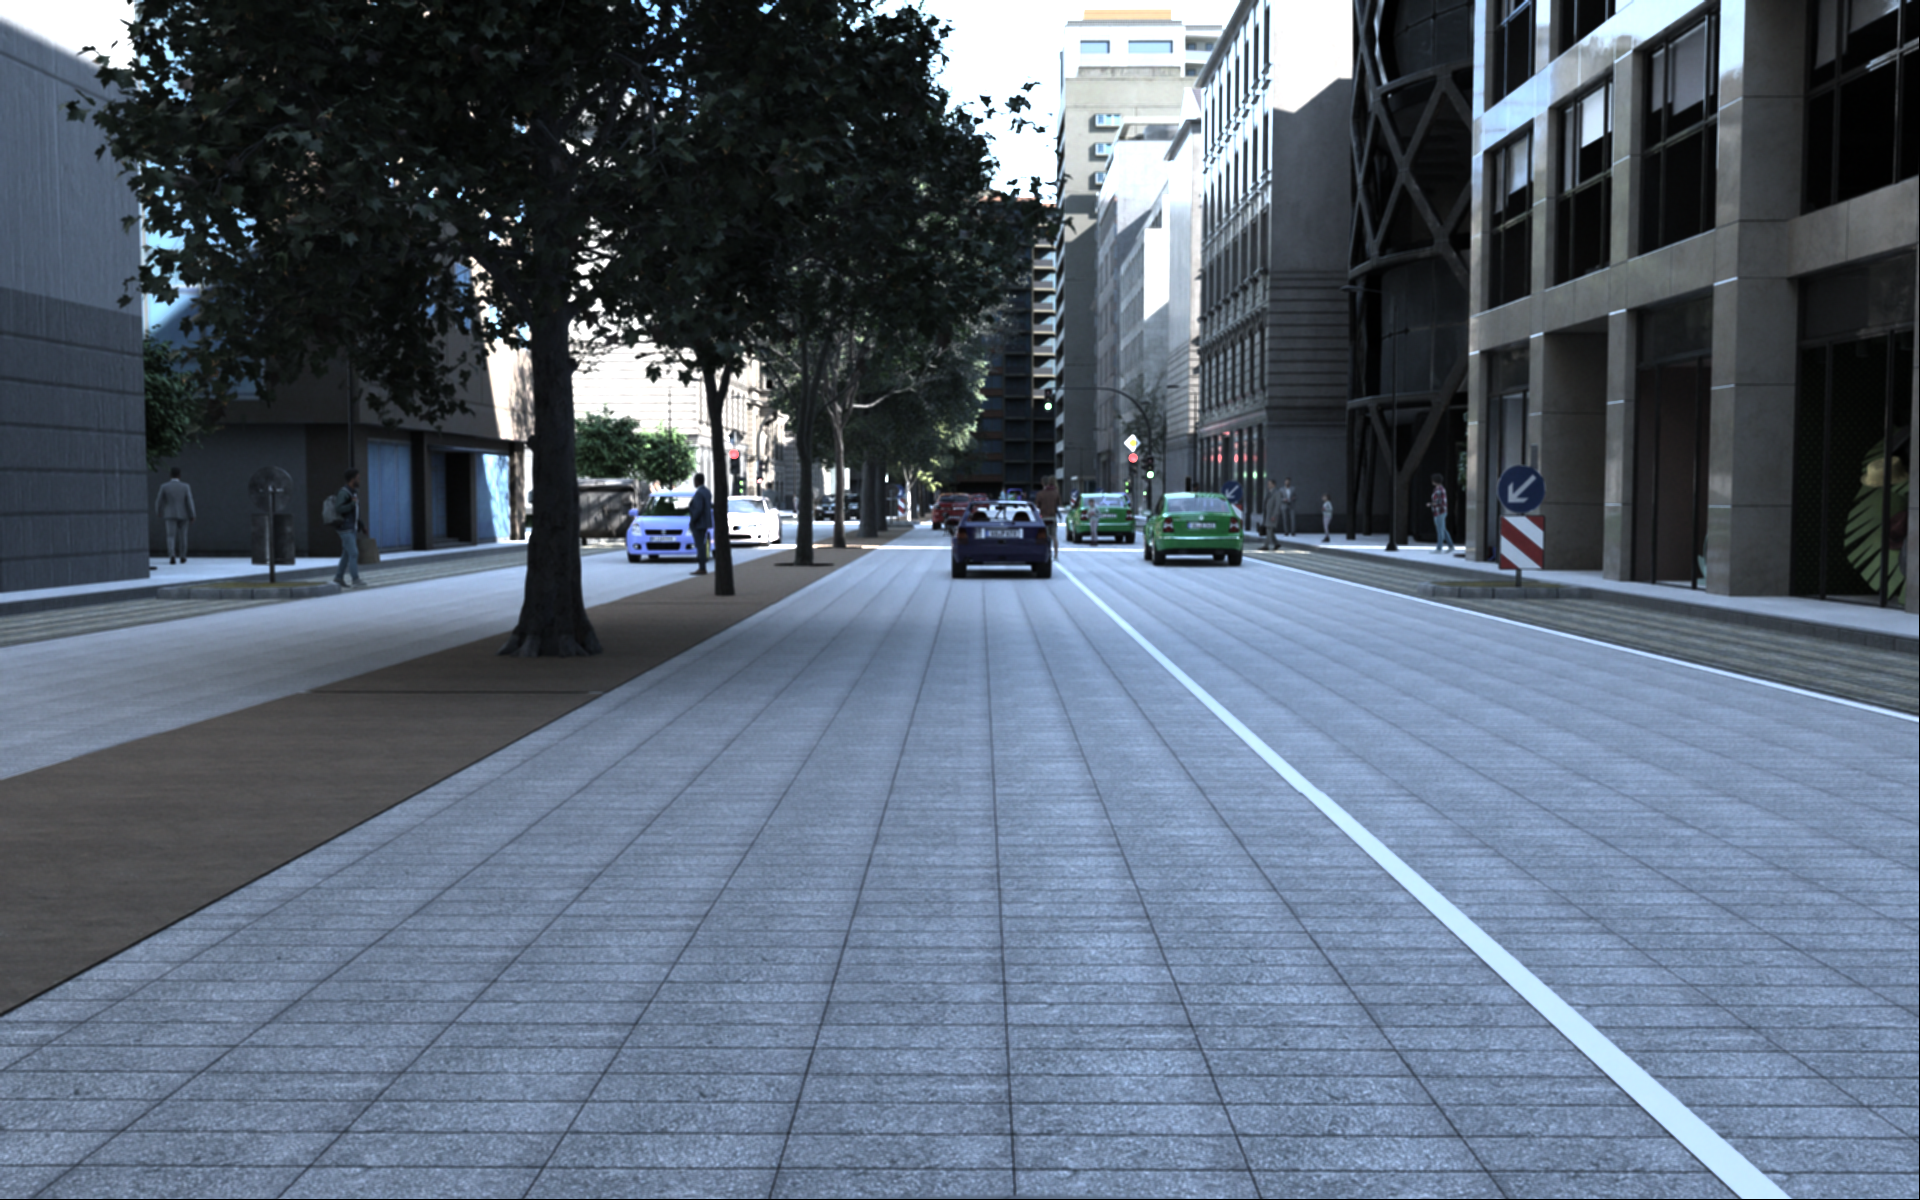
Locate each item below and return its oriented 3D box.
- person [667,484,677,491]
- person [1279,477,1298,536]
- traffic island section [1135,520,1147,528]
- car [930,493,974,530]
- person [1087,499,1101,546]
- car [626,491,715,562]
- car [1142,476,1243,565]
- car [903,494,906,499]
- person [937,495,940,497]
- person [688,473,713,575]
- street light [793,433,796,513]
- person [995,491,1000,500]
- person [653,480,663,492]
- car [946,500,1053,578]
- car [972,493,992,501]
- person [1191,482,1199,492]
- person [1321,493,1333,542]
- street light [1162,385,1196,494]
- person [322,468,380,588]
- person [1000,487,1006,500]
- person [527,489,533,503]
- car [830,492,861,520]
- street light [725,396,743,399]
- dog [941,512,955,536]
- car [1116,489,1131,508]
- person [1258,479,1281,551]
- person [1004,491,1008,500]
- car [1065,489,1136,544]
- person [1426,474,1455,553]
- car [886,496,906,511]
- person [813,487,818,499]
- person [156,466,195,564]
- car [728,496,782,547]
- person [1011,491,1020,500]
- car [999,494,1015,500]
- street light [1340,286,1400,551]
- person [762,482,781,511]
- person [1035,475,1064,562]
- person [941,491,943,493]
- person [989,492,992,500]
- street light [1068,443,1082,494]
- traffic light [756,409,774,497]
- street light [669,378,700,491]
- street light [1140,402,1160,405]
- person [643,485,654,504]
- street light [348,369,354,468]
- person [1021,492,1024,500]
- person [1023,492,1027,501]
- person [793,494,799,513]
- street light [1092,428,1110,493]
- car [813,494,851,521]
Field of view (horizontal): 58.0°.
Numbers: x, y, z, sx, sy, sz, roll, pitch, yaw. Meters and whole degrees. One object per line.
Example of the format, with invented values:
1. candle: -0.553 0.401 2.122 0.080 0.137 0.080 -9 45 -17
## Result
1. person: -13.482 -4.599 81.418 0.511 1.800 0.466 -3 5 -40
2. person: 10.028 -2.853 52.895 0.606 1.804 0.583 0 4 2
3. traffic island section: 8.182 -3.655 82.037 2.009 0.180 2.903 0 4 1
4. car: -0.169 -3.786 70.934 2.155 1.783 4.494 0 4 2
5. person: 3.694 -2.146 47.860 0.425 1.301 0.394 1 4 16
6. car: -6.136 -1.707 37.507 1.945 1.707 3.694 0 4 -1
7. car: 4.818 -1.673 36.155 1.959 1.807 4.718 0 4 2
8. car: -5.045 -9.305 160.940 1.959 1.807 4.718 0 3 0
9. person: -2.399 -11.475 197.049 0.756 1.711 0.436 -3 5 -44
10. person: -4.602 -1.350 30.756 0.419 1.800 0.721 0 4 3
11. street light: -10.631 -8.838 117.044 1.470 5.913 1.316 0 4 1
12. person: 5.212 -13.459 228.691 1.348 1.807 0.705 2 4 27
13. person: -8.126 -2.329 46.678 0.778 1.811 0.616 -2 4 -28
14. car: 0.717 -1.121 30.903 1.945 1.354 3.894 0 4 0
15. car: 1.734 -8.825 153.327 2.155 1.783 4.494 0 4 1
16. person: 7.888 -3.032 58.062 0.794 1.824 0.713 -3 5 -43
17. person: 9.793 -2.202 46.320 0.394 1.301 0.425 -2 4 -31
18. street light: 9.483 -6.200 73.910 1.470 5.913 1.316 0 4 1
19. person: -9.213 -1.086 26.247 0.713 1.824 0.794 1 4 14
20. person: 2.341 -5.414 96.879 0.748 1.841 0.638 1 4 10
21. person: -15.148 -3.449 62.421 0.713 1.824 0.794 2 4 29
22. car: -6.312 -5.356 97.355 2.009 1.686 4.222 0 4 3
23. street light: -10.975 -6.695 82.004 1.470 5.913 1.316 0 4 1
24. dog: -0.237 -2.613 59.564 0.800 0.831 0.513 0 4 4
25. car: 8.107 -4.965 90.769 1.945 1.707 3.694 0 4 1
26. person: 7.830 -2.152 43.784 0.767 1.812 0.694 -1 4 -17
27. person: 4.266 -9.377 162.725 0.541 1.710 0.530 -3 5 -39
28. car: 4.143 -2.610 51.476 1.959 1.807 4.718 0 4 -1
29. person: 10.407 -1.870 37.451 0.643 1.720 0.563 1 4 12
30. car: -5.302 -8.047 141.785 2.015 1.641 3.980 0 4 2
31. person: -10.939 -7.633 130.937 0.391 1.810 0.635 -3 5 -43
32. person: -14.446 -1.565 31.900 0.678 1.792 0.850 -1 4 -21
33. car: -6.049 -2.192 48.197 2.083 1.381 4.827 0 4 0
34. person: 5.423 -9.739 168.454 1.217 1.735 0.721 -3 5 -44
35. car: 4.914 -10.258 176.517 1.959 1.807 4.718 0 4 -1
36. street light: 9.187 -4.055 38.844 1.470 5.913 1.316 0 4 1
37. person: -6.044 -2.861 55.373 0.635 1.810 0.391 -2 4 -28
38. person: 1.891 -1.706 36.367 0.573 1.828 0.580 1 4 18
39. person: -1.803 -10.649 183.325 1.217 1.735 0.721 2 4 35
40. person: 3.904 -13.335 227.249 0.721 1.735 1.217 -2 4 -33
41. street light: 10.445 -11.285 157.049 1.470 5.913 1.316 0 4 1
42. traffic light: -7.426 -6.571 82.110 4.771 5.953 1.251 0 4 1
43. street light: -11.111 -5.938 69.622 1.470 5.913 1.316 0 4 1
44. street light: 9.745 -7.013 87.200 1.470 5.913 1.316 0 4 1
45. person: -9.795 -2.787 54.811 0.466 1.731 0.760 -1 4 -14
46. street light: -11.487 -3.770 34.185 1.470 5.913 1.316 0 4 1
47. person: 7.204 -11.770 201.735 0.445 1.727 0.742 -1 4 -10
48. person: 6.466 -9.847 170.961 0.593 1.643 0.415 3 5 41
49. person: -10.962 -6.434 115.518 0.425 1.301 0.394 1 4 18
50. street light: 10.011 -9.149 122.126 1.470 5.913 1.316 0 4 1
51. car: -6.803 -5.073 92.722 2.009 1.686 4.222 0 4 0
